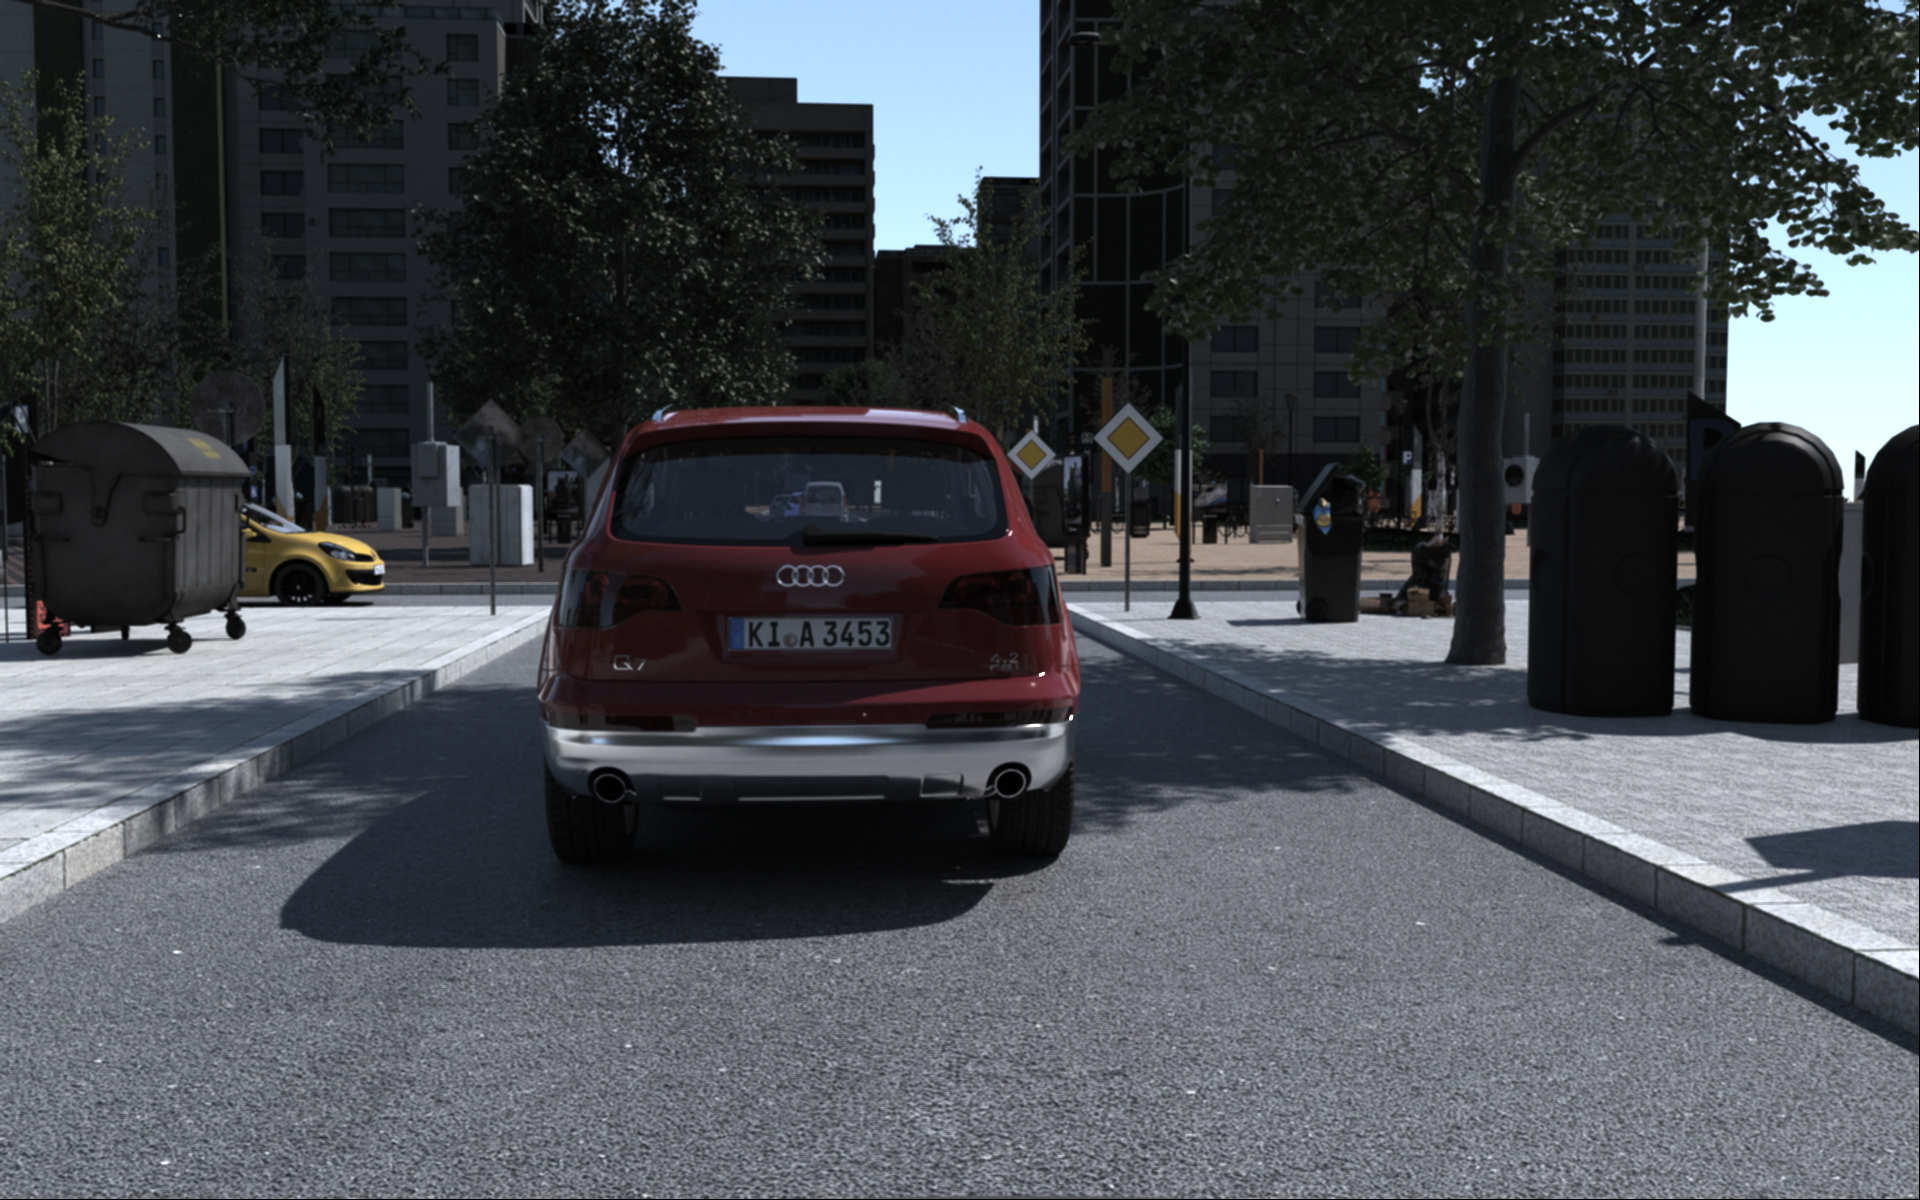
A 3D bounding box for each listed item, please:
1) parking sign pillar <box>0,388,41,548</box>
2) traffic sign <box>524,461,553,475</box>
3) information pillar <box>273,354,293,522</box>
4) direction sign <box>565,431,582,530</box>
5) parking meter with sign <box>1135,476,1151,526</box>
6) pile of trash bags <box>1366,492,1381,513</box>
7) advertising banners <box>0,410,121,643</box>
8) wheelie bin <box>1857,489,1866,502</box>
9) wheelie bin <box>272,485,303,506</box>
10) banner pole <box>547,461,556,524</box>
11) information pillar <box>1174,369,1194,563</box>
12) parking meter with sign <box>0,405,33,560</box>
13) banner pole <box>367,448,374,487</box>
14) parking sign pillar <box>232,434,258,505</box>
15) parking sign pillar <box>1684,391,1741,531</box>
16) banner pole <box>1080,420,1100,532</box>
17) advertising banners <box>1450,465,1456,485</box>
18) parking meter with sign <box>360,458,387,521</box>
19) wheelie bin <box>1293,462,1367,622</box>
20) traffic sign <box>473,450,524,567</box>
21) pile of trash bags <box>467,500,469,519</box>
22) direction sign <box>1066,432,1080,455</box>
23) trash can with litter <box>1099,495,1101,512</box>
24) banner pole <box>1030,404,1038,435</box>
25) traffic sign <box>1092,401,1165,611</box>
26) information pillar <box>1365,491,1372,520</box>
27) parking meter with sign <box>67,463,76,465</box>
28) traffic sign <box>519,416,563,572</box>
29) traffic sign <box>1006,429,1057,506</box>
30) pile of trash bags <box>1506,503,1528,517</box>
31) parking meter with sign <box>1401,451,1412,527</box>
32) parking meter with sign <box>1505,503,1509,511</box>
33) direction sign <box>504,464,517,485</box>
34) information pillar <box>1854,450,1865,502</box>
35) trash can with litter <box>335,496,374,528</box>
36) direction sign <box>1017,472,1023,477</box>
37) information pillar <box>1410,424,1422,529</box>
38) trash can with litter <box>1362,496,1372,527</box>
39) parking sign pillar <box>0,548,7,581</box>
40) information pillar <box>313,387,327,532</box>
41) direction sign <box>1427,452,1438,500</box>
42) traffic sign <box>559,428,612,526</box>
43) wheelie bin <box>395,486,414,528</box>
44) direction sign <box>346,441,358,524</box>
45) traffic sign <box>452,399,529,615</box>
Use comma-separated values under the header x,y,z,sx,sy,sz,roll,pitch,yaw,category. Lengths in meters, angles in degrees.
x,y,z,sx,sy,sz,roll,pitch,yaw,category
-24.025,-3.388,43.869,1.447,3.967,1.447,-1,4,-20,parking sign pillar
-11.464,-2.893,47.304,0.884,2.594,0.081,0,4,-4,traffic sign
-11.453,-2.322,29.318,0.183,3.616,0.504,-3,5,-43,information pillar
-13.634,-4.274,61.876,0.876,3.537,0.379,0,4,-7,direction sign
7.367,-4.489,69.655,0.543,3.016,1.738,-1,4,-13,parking meter with sign
17.250,-4.161,77.793,3.447,1.369,1.912,-1,4,-11,pile of trash bags
-8.109,-1.173,15.370,0.090,3.025,2.074,1,4,14,advertising banners
33.156,-3.378,63.142,0.693,1.594,0.980,0,4,7,wheelie bin
-22.995,-3.143,59.301,0.980,1.594,0.693,-2,4,-31,wheelie bin
-17.593,-5.122,73.754,0.401,3.779,0.863,2,4,28,banner pole
4.185,-2.510,32.386,0.183,3.616,0.504,3,5,39,information pillar
-18.948,-2.281,33.552,0.543,3.016,1.738,3,4,37,parking meter with sign
-32.091,-6.388,94.455,0.863,3.779,0.401,3,5,42,banner pole
-21.748,-3.876,51.850,1.447,3.967,1.447,1,4,10,parking sign pillar
19.552,-3.454,44.952,1.447,3.967,1.447,1,4,18,parking sign pillar
4.481,-4.217,58.965,0.863,3.779,0.401,1,4,14,banner pole
28.903,-6.555,103.359,2.074,3.025,0.090,-2,4,-34,advertising banners
-27.852,-5.314,83.149,1.738,3.016,0.543,-1,4,-16,parking meter with sign
3.763,-0.591,17.578,0.693,1.594,0.980,0,4,3,wheelie bin
-8.053,-1.848,30.218,0.884,2.594,0.081,0,4,-3,traffic sign
-24.420,-4.973,91.058,3.447,1.369,1.912,1,4,10,pile of trash bags
4.311,-4.359,63.268,0.876,3.537,0.379,1,4,12,direction sign
7.145,-4.773,89.103,1.678,1.210,2.233,0,4,-1,trash can with litter
2.077,-3.572,48.427,0.401,3.779,0.863,1,4,19,banner pole
1.825,-0.932,18.878,0.795,2.450,0.064,0,4,-5,traffic sign
19.935,-4.901,84.621,0.304,2.012,0.304,1,4,21,information pillar
-21.955,-2.865,43.109,0.543,3.016,1.738,1,4,20,parking meter with sign
-6.870,-1.726,28.326,0.768,2.556,0.104,0,4,3,traffic sign
1.102,-1.418,26.831,0.795,2.450,0.064,0,4,-5,traffic sign
30.400,-4.952,90.723,3.447,1.369,1.912,2,4,32,pile of trash bags
17.954,-4.446,68.947,0.543,3.016,1.738,0,4,5,parking meter with sign
32.136,-6.344,99.987,1.738,3.016,0.543,-1,4,-19,parking meter with sign
-17.560,-4.629,67.675,0.876,3.537,0.379,3,5,44,direction sign
47.210,-6.090,90.930,0.504,3.616,0.183,3,5,41,information pillar
-23.031,-3.331,65.521,1.678,1.210,2.233,1,4,11,trash can with litter
2.986,-5.455,81.189,0.379,3.537,0.876,-3,5,-40,direction sign
15.302,-4.083,58.104,0.504,3.616,0.183,-3,5,-39,information pillar
13.824,-3.086,61.507,2.233,1.210,1.678,1,4,20,trash can with litter
-14.814,-2.253,25.308,1.447,3.967,1.447,-1,4,-20,parking sign pillar
-14.054,-2.855,38.032,0.183,3.616,0.504,0,4,-1,information pillar
25.265,-6.146,92.480,0.876,3.537,0.379,-2,4,-33,direction sign
-5.667,-1.382,26.238,0.795,2.450,0.064,0,4,-5,traffic sign
-20.968,-3.498,65.093,0.980,1.594,0.693,2,4,30,wheelie bin
-26.092,-5.038,74.374,0.876,3.537,0.379,3,5,43,direction sign
-4.943,-0.896,18.285,0.795,2.450,0.064,0,4,-5,traffic sign
